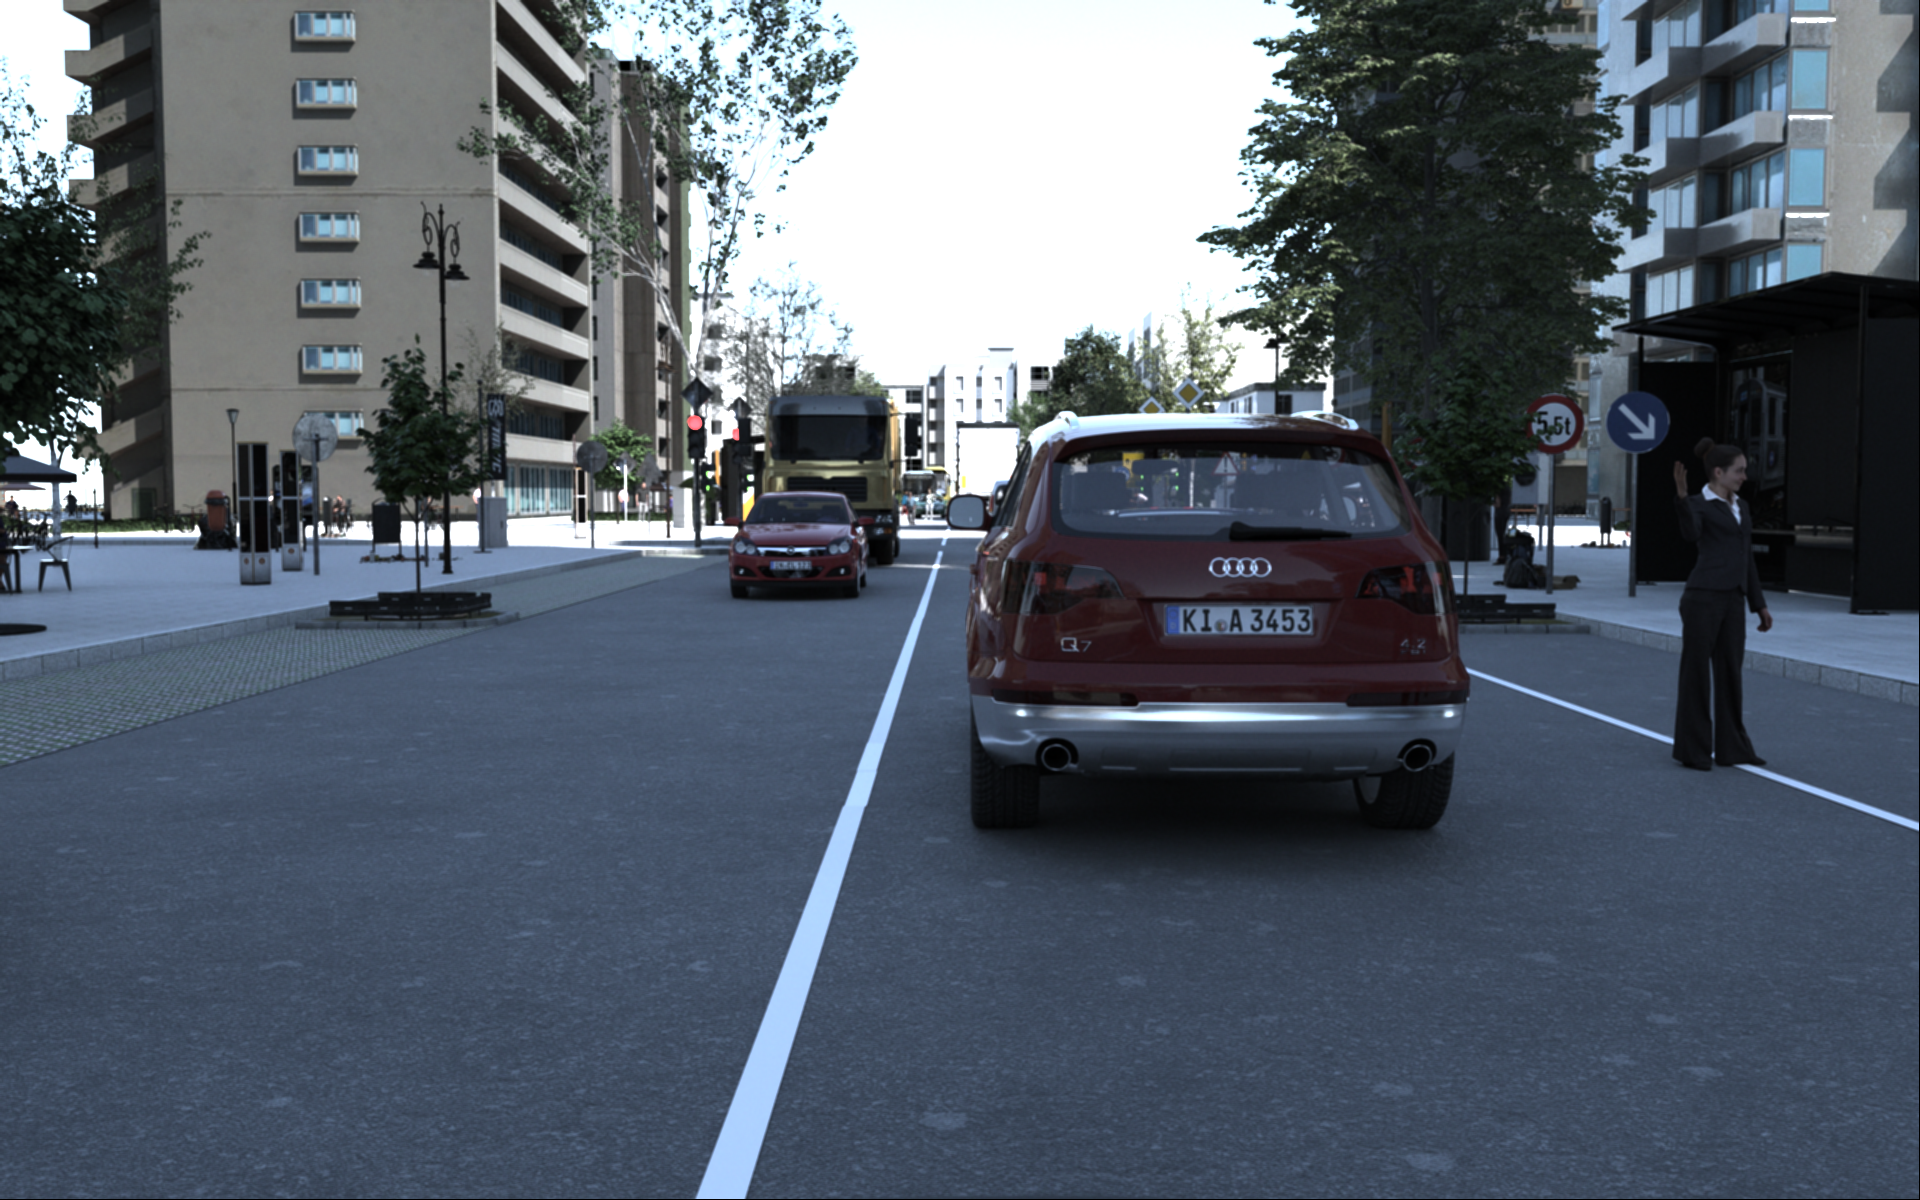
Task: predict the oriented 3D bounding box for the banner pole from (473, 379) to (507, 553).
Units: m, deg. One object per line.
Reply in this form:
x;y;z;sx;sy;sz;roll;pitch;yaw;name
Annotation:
-10.303;-2.936;38.019;0.401;3.779;0.863;3;5;43;banner pole

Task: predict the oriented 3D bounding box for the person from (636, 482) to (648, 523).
-14.028;-4.302;76.511;0.598;1.807;0.434;-2;4;-25;person

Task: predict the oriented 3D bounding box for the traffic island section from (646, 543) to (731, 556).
-6.333;-1.189;41.716;2.009;0.180;2.903;0;3;0;traffic island section

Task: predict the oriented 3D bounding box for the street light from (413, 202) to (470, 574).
-8.262;-3.361;27.746;0.468;5.910;1.993;0;3;0;street light

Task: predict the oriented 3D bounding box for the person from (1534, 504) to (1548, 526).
23.464;-3.896;69.864;0.598;1.807;0.434;1;4;20;person

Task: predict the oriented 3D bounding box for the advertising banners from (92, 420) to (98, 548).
-20.581;-2.753;41.194;0.090;3.025;2.074;-2;4;-27;advertising banners

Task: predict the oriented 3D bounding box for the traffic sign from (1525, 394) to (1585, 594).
7.555;-1.347;22.124;0.768;2.556;0.104;0;4;8;traffic sign

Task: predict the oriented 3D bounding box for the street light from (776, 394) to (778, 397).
-8.449;-6.563;80.089;0.468;5.910;1.993;0;3;0;street light

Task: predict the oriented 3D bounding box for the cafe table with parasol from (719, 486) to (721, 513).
-16.626;-7.242;123.268;2.610;1.966;2.610;0;4;3;cafe table with parasol

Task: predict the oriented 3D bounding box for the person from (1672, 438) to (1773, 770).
3.910;0.023;8.929;0.445;1.727;0.742;2;4;33;person

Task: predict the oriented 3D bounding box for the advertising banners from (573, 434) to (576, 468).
-11.284;-3.359;51.104;0.090;3.025;2.074;0;4;-6;advertising banners

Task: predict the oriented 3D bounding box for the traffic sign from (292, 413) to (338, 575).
-10.187;-1.666;27.352;0.768;2.556;0.104;1;4;9;traffic sign

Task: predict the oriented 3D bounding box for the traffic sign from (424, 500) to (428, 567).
-9.375;-1.728;30.384;0.606;2.300;0.079;0;4;7;traffic sign

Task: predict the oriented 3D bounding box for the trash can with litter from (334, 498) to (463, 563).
-10.564;-1.354;33.201;2.233;1.210;1.678;-2;4;-35;trash can with litter

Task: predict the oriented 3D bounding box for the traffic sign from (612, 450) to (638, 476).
-10.078;-3.205;52.133;0.795;2.593;0.064;0;4;5;traffic sign

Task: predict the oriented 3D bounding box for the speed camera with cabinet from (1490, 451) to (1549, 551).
12.477;-2.773;39.669;0.660;3.252;2.038;-3;5;-40;speed camera with cabinet

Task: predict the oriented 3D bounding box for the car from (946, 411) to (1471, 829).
1.058;-0.017;8.958;2.281;1.827;5.304;0;4;1;car

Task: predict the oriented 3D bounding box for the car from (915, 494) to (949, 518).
-1.729;-5.629;103.831;2.131;1.459;4.920;0;4;2;car

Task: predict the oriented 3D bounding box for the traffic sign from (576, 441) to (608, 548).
-8.769;-2.518;41.283;0.768;2.556;0.104;0;4;1;traffic sign

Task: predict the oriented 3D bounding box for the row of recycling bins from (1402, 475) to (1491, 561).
9.380;-1.682;34.617;1.069;1.692;3.534;-1;4;-16;row of recycling bins

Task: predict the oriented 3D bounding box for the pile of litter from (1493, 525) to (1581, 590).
7.969;-0.610;23.940;1.176;0.858;1.719;1;4;23;pile of litter

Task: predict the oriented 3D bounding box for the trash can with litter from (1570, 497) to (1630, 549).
15.506;-1.869;41.612;1.678;1.210;2.233;0;4;4;trash can with litter

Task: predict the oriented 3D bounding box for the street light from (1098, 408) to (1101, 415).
7.488;-7.365;93.203;0.468;5.910;1.993;0;3;0;street light

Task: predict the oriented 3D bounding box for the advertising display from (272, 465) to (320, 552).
-14.782;-2.040;38.566;0.974;1.923;0.123;-3;4;-36;advertising display

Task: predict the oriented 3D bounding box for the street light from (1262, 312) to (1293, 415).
7.532;-4.186;41.231;0.468;5.910;1.993;0;3;0;street light

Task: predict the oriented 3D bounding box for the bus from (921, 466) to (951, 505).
-2.241;-10.183;158.037;2.896;3.916;12.252;0;4;1;bus

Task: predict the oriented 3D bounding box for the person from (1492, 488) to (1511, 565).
9.777;-1.463;31.435;0.415;1.643;0.593;0;4;7;person

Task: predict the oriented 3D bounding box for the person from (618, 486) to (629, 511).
-17.579;-5.127;90.804;0.436;1.711;0.756;3;4;39;person

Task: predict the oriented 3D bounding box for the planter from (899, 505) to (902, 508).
-5.977;-9.654;178.977;1.991;0.319;1.994;0;3;0;planter

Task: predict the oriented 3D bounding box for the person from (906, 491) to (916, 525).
-2.290;-4.316;81.272;0.499;1.552;0.429;1;4;9;person

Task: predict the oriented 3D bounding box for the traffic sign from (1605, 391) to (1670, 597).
8.400;-1.312;21.563;0.768;2.556;0.104;0;4;7;traffic sign

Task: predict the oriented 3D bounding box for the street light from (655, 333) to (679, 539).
-8.414;-4.711;49.811;0.468;5.910;1.993;0;3;0;street light

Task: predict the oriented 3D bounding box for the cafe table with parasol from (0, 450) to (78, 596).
-12.530;-1.076;22.461;2.610;1.966;2.610;2;4;27;cafe table with parasol

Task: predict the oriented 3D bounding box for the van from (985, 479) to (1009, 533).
1.617;-2.669;50.642;2.013;2.044;4.112;0;4;1;van

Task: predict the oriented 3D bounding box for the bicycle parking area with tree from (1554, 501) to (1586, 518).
36.960;-6.574;94.486;8.231;4.147;9.016;-2;4;-33;bicycle parking area with tree

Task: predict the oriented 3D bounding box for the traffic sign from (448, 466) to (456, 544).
-11.228;-2.316;37.965;0.768;2.556;0.104;0;4;7;traffic sign

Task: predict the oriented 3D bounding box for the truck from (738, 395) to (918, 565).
-2.605;-2.512;36.994;3.469;3.379;9.791;0;4;-1;truck

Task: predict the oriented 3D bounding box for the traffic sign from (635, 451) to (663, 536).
-9.477;-3.226;52.748;0.884;2.594;0.081;0;4;3;traffic sign

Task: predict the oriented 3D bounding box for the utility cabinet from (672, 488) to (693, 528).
-10.259;-3.386;64.047;0.318;1.500;1.173;-2;4;-31;utility cabinet

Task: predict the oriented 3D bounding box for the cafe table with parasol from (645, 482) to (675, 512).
-17.679;-5.964;102.373;2.610;1.966;2.610;-1;4;-10;cafe table with parasol

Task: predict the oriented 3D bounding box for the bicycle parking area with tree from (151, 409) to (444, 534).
-22.006;-4.367;58.396;8.231;4.147;9.016;1;4;14;bicycle parking area with tree

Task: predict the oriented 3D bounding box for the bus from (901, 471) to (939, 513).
-3.120;-8.467;133.290;2.948;3.499;13.247;0;4;-1;bus

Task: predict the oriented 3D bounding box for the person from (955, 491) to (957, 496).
-0.363;-8.468;147.746;0.445;1.727;0.742;0;4;-5;person

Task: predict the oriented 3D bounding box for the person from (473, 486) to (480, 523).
-21.411;-4.302;77.321;0.436;1.711;0.756;2;4;28;person

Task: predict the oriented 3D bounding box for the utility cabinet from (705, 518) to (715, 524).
-10.923;-3.931;72.952;1.173;1.500;0.318;-2;4;-27;utility cabinet

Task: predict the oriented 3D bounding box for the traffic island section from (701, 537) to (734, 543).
-6.331;-1.677;49.702;2.009;0.180;2.903;0;3;0;traffic island section

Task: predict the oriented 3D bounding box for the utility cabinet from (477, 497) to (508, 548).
-11.137;-1.844;41.315;0.306;1.237;1.020;1;4;10;utility cabinet

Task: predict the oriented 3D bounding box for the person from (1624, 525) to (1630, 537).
20.111;-2.624;51.485;0.613;1.512;0.480;-1;4;-16;person

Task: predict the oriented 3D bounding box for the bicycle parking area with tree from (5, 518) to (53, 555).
-23.162;-2.942;35.110;8.231;4.147;9.016;0;4;-1;bicycle parking area with tree

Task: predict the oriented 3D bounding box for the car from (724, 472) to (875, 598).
-2.302;-0.993;25.282;2.155;1.783;4.494;0;4;-1;car

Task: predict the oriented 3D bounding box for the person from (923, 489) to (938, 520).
-1.678;-5.256;95.163;0.841;1.734;0.376;1;4;21;person

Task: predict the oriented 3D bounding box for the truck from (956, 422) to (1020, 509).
1.189;-5.146;73.054;2.839;4.237;11.283;0;4;1;truck

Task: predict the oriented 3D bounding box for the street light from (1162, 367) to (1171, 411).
7.526;-5.528;63.176;0.468;5.910;1.993;0;3;0;street light

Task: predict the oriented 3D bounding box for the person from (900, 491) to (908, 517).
-3.469;-6.113;110.152;0.593;1.614;0.444;1;4;21;person

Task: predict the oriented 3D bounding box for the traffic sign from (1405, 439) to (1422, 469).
10.257;-2.355;38.611;0.768;2.556;0.104;1;4;9;traffic sign

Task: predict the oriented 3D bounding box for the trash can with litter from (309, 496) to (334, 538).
-18.724;-2.459;51.263;1.678;1.210;2.233;-2;4;-34;trash can with litter
